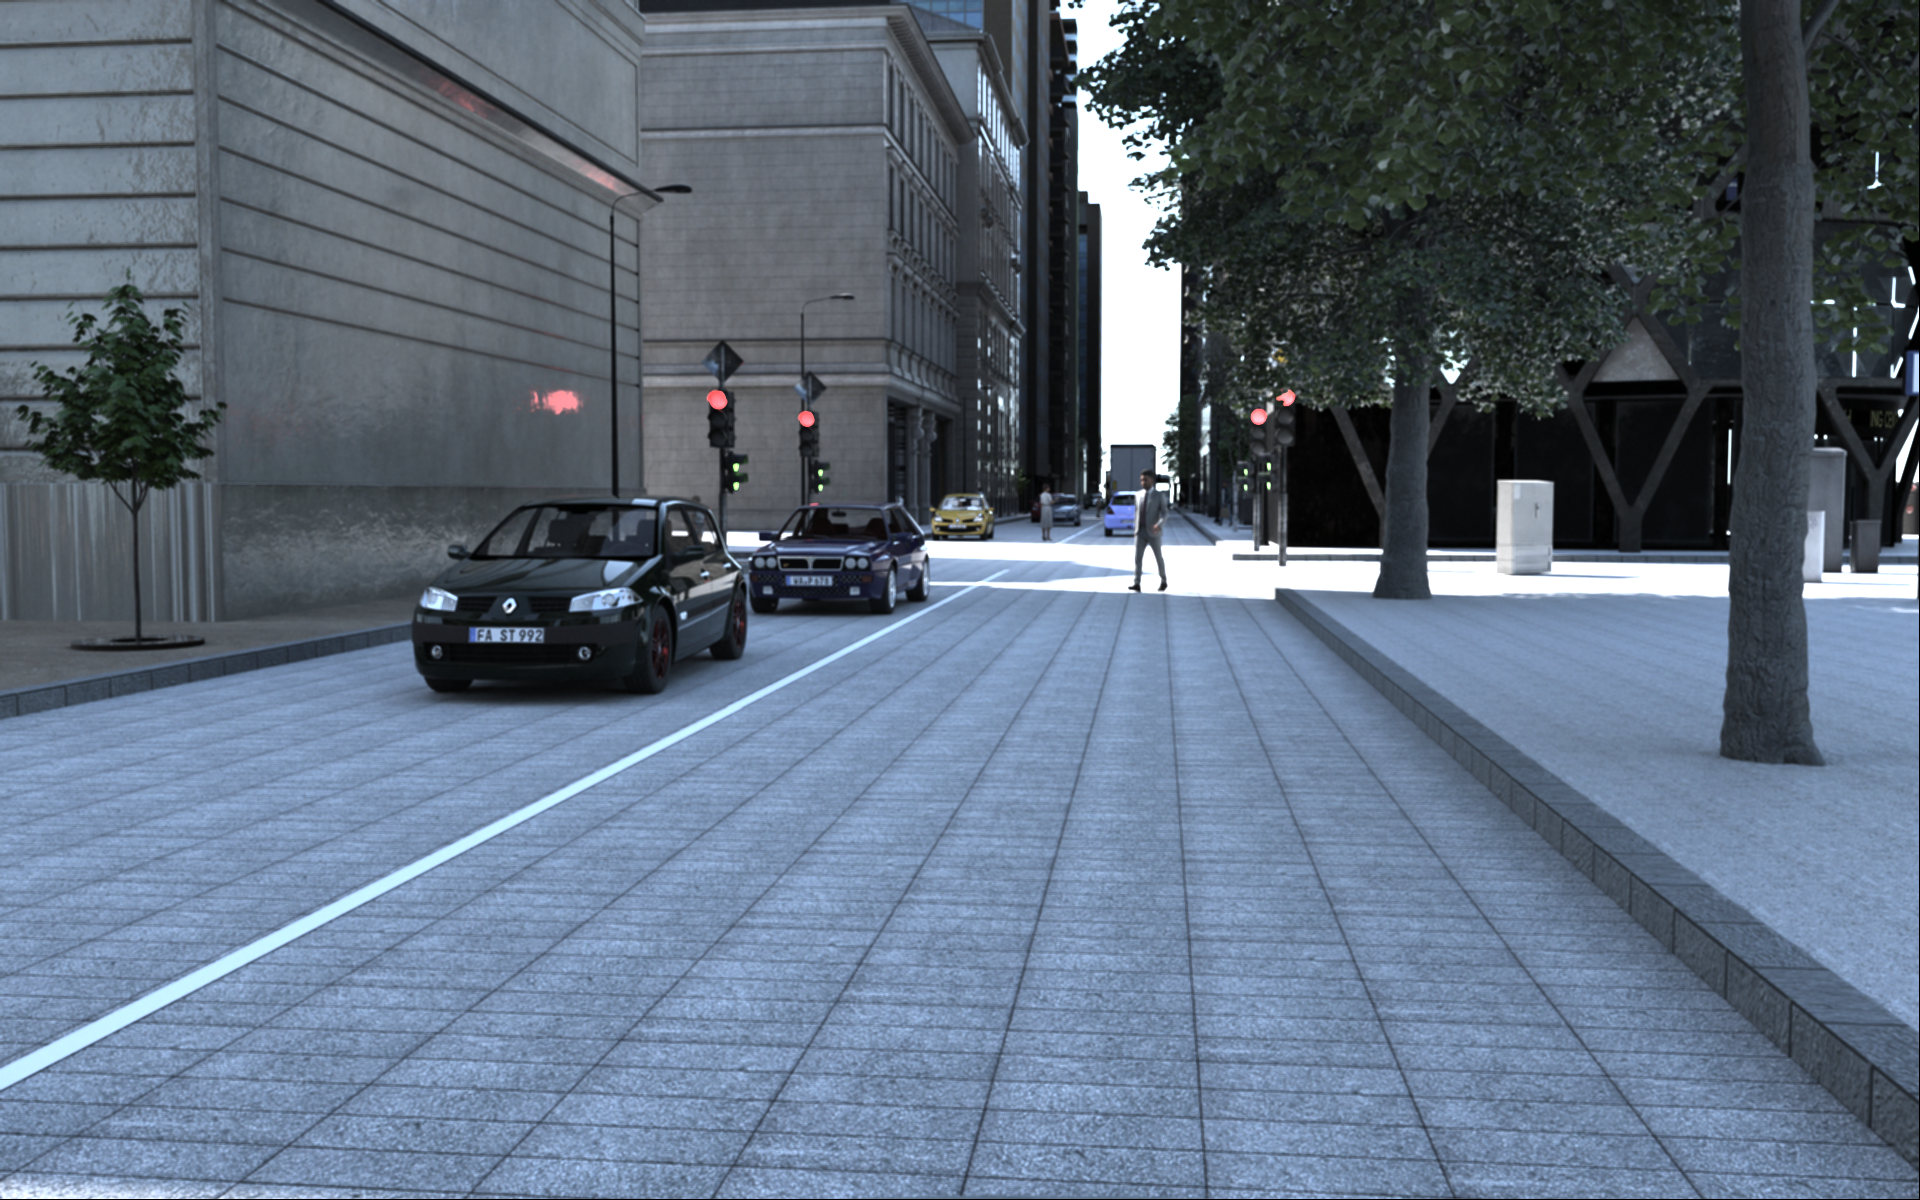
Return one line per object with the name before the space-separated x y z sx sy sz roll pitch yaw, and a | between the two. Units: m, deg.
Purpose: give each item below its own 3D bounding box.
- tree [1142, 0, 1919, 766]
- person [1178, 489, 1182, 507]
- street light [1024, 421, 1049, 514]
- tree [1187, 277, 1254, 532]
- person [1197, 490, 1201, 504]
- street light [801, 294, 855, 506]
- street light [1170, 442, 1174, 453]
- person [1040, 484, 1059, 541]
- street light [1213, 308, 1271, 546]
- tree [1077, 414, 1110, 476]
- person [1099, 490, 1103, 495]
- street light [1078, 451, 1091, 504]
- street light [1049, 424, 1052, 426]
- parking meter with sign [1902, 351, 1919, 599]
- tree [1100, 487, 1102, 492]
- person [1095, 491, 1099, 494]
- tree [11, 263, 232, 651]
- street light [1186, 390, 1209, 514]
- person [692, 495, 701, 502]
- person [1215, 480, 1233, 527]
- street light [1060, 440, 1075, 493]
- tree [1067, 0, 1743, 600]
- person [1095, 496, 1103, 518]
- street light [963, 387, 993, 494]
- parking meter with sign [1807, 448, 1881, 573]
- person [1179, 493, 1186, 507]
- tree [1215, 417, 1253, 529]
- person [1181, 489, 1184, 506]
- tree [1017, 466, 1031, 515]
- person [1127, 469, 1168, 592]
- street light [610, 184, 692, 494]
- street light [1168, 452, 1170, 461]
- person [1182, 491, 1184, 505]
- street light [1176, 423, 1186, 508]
tree | 3.557 -5.488 7.856 7.486 12.596 7.792 0 3 0
person | 22.015 -10.174 172.935 0.434 1.755 0.990 2 4 26
street light | 4.734 -8.402 109.920 1.470 5.913 1.316 0 4 6
tree | 9.435 -6.609 58.425 4.360 8.622 3.978 0 3 0
person | 15.933 -6.645 114.565 0.599 1.838 0.709 -3 4 -36
street light | -3.136 -4.153 40.435 1.470 5.913 1.316 0 4 6
street light | 19.654 -11.113 154.234 1.470 5.913 1.316 0 4 6
person | 2.734 -2.699 53.201 0.524 1.755 0.480 -3 5 -44
street light | 6.961 -4.288 42.654 1.470 5.913 1.316 0 4 6
tree | 12.933 -15.738 191.733 8.767 10.594 7.601 -1 4 -16
person | 20.180 -14.822 248.252 0.709 1.838 0.599 0 4 -1
street light | 13.240 -12.971 184.622 1.470 5.913 1.316 0 4 6
street light | 5.392 -8.743 115.489 1.470 5.913 1.316 0 4 6
parking meter with sign | 11.678 -1.470 20.295 0.543 3.016 1.738 0 4 5
tree | 21.133 -16.854 270.164 1.663 3.219 1.824 0 3 0
person | 18.841 -14.136 238.097 0.756 1.711 0.436 0 4 6
tree | -6.890 -1.227 14.670 1.663 3.219 1.824 0 3 0
street light | 10.956 -6.405 77.260 1.470 5.913 1.316 0 4 6
person | -5.936 -1.758 39.464 0.332 1.250 0.352 1 4 19
person | 10.369 -3.768 67.627 0.713 1.824 0.794 -1 4 -10
street light | 9.254 -10.858 150.063 1.470 5.913 1.316 0 4 6
tree | 5.475 -6.999 21.086 9.857 13.997 8.962 0 3 0
person | 8.297 -5.538 103.312 0.475 1.303 0.640 -2 4 -26
street light | 0.736 -6.267 75.008 1.470 5.913 1.316 0 4 6
parking meter with sign | 14.084 -1.962 28.336 1.738 3.016 0.543 1 4 11
person | 21.894 -9.811 169.642 0.799 1.438 0.628 1 4 9
tree | 10.907 -4.904 63.893 4.285 4.588 4.351 0 3 0
person | 23.516 -10.829 183.100 0.705 1.824 1.348 -1 4 -11
tree | 3.717 -7.274 113.536 1.663 3.219 1.824 0 3 0
person | 2.784 -1.016 25.381 0.678 1.792 0.850 3 4 38
street light | -4.708 -3.281 26.188 1.470 5.913 1.316 0 4 6
street light | 25.065 -14.020 201.767 1.470 5.913 1.316 0 4 6
person | 26.057 -12.042 203.747 0.721 1.723 1.217 3 5 41
street light | 15.000 -8.583 112.878 1.470 5.913 1.316 0 4 6
